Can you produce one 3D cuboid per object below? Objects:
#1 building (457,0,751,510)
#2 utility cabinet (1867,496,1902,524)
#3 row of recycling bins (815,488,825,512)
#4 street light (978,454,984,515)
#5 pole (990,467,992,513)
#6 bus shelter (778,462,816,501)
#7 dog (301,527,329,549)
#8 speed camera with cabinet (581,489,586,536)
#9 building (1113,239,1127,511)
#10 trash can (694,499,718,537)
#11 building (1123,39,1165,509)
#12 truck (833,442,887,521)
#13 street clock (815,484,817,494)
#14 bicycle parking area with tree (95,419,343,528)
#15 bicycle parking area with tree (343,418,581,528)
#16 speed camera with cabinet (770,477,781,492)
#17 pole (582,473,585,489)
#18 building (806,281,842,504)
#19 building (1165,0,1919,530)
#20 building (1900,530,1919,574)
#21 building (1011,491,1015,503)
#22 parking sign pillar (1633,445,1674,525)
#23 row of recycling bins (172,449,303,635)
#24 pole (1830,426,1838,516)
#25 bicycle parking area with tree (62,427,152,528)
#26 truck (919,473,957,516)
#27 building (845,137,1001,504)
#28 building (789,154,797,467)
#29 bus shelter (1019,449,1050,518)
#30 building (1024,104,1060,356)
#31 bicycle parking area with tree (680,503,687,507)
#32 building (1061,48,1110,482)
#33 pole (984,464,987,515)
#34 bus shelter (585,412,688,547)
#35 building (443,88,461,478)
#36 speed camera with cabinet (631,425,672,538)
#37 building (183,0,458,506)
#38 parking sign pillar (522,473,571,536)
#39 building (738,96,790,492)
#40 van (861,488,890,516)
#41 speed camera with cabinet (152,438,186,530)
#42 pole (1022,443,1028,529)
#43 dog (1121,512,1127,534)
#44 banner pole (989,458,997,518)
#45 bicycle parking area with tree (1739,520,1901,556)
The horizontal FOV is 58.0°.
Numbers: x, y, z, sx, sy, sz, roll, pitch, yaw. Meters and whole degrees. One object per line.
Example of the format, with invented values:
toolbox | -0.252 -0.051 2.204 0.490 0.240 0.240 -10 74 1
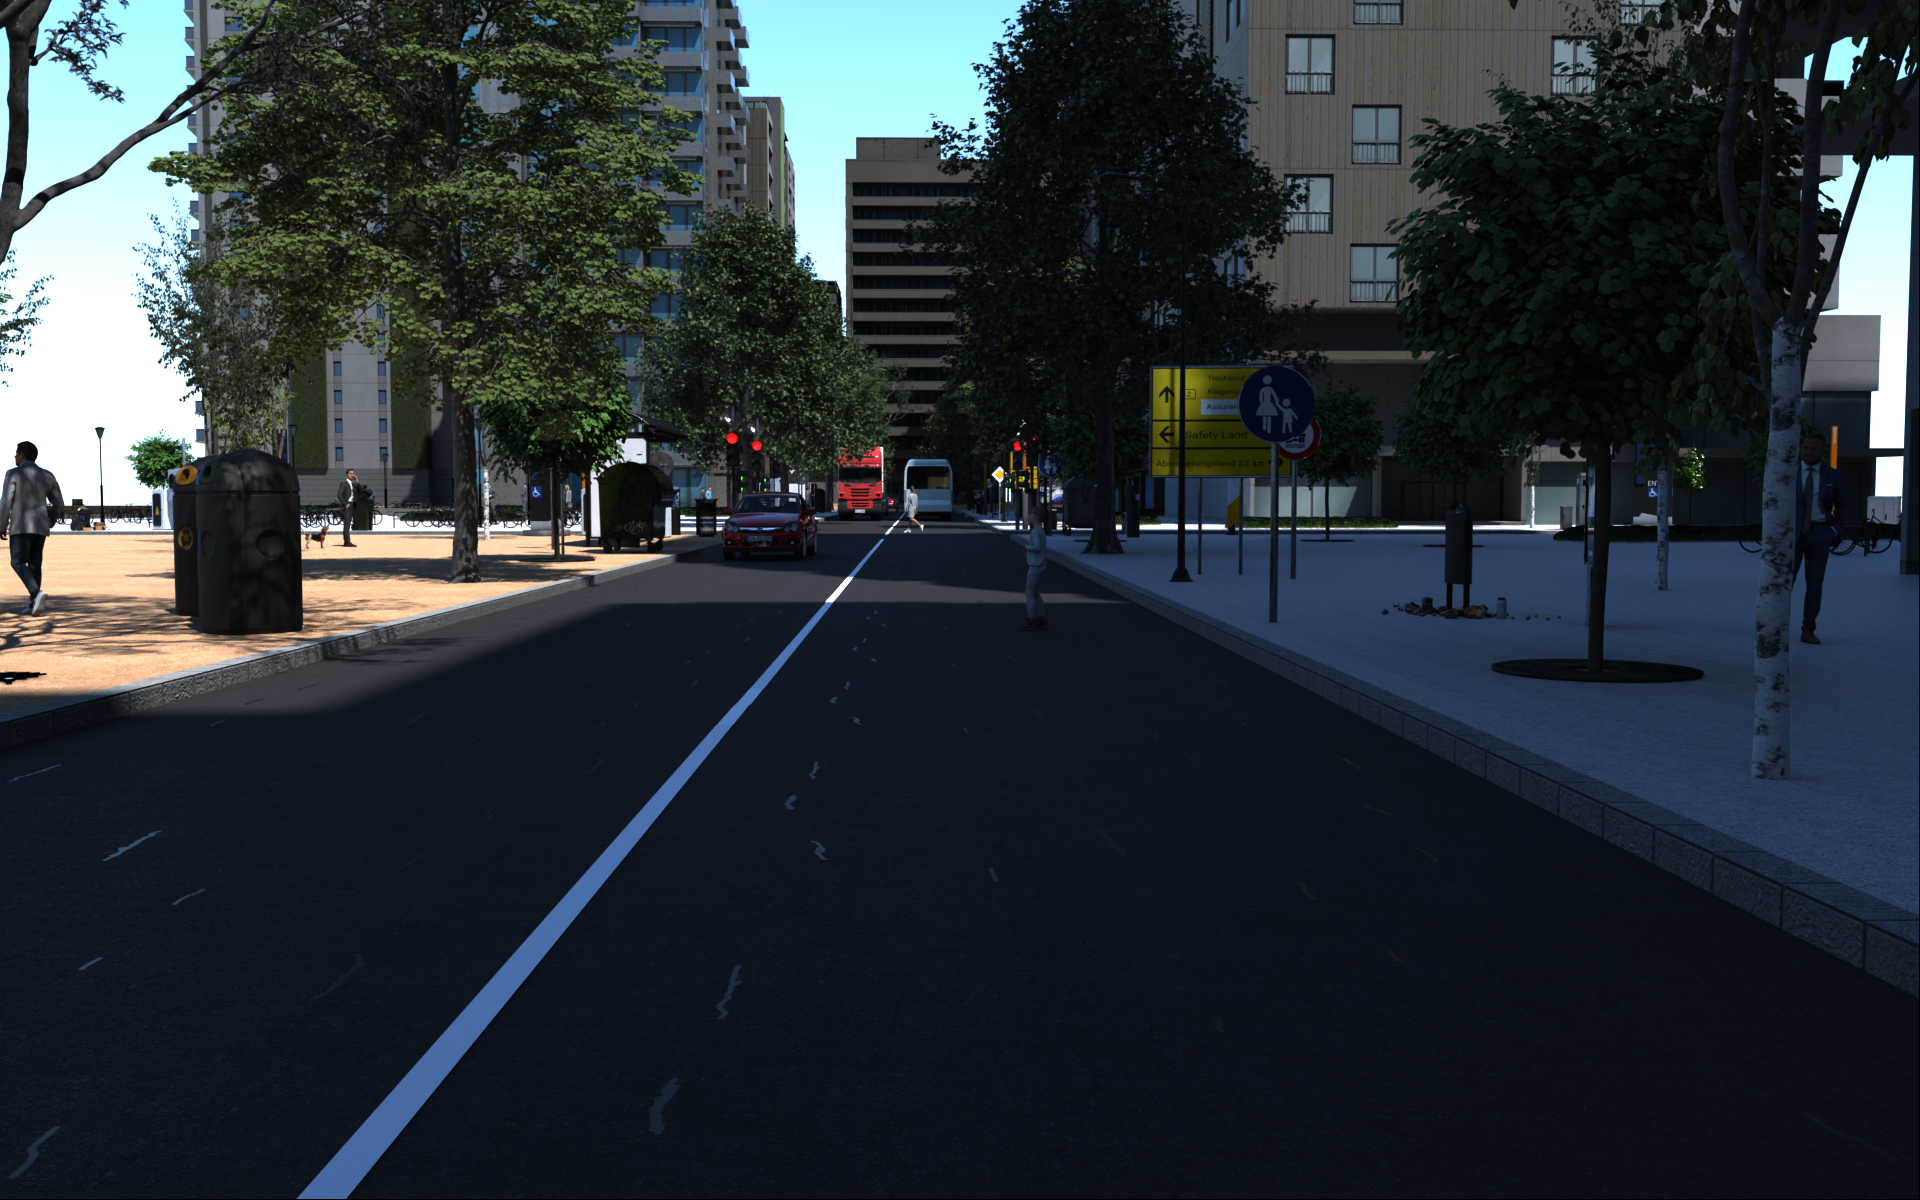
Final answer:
building | -30.091 -32.468 150.462 23.786 49.044 30.456 0 4 -1
utility cabinet | 29.172 -2.663 54.703 0.306 1.237 1.020 -1 4 -22
row of recycling bins | -10.461 -7.259 125.803 1.069 1.692 3.534 0 4 5
street light | 1.497 -6.554 79.694 1.470 5.913 1.316 0 4 -1
pole | 2.199 -7.676 119.344 0.158 3.312 0.155 0 3 0
bus shelter | -9.348 -6.394 98.458 2.014 3.302 5.546 0 4 -1
dog | -15.216 -1.470 40.861 0.406 0.507 0.540 1 4 21
speed camera with cabinet | -10.622 -3.577 52.818 2.038 3.252 0.660 2 4 30
building | 18.297 -27.276 129.555 14.154 41.232 14.086 0 4 -1
trash can | -7.601 -2.460 51.872 0.748 1.137 0.748 0 3 0
building | 17.808 -27.963 107.312 14.600 45.320 14.200 0 4 -1
truck | -5.463 -6.551 96.017 2.839 4.237 11.283 0 4 -2
street clock | -9.659 -6.695 114.026 0.471 2.002 0.358 -2 4 -30
bicycle parking area with tree | -27.574 -5.027 69.186 9.016 4.147 8.231 1 4 15
bicycle parking area with tree | -17.845 -4.980 68.431 9.016 4.147 8.231 1 4 20
speed camera with cabinet | -9.598 -5.977 92.062 0.660 3.252 2.038 -1 4 -19
pole | -13.374 -4.149 61.679 0.158 3.312 0.155 0 3 0
building | -23.123 -28.298 234.376 14.107 30.474 14.160 0 4 -1
building | 23.925 -30.074 80.951 27.495 52.752 28.713 0 4 -1
building | 26.428 -25.993 14.221 28.713 52.752 27.495 0 4 -1
building | 20.091 -39.906 241.694 27.495 52.752 28.713 0 4 -1
parking sign pillar | 25.170 -4.548 62.838 1.447 3.967 1.447 2 4 25
row of recycling bins | -7.218 -0.624 17.323 1.069 1.692 3.534 -2 4 -29
pole | 26.215 -3.558 52.016 0.158 3.312 0.155 0 3 0
bicycle parking area with tree | -39.433 -5.357 74.581 8.231 4.147 9.016 2 4 24
truck | -1.898 -7.319 115.581 3.469 3.379 9.791 0 4 0
building | -4.710 -37.592 238.335 21.600 48.544 21.300 0 4 -1
building | -25.898 -31.421 197.320 14.086 41.232 14.154 0 4 -1
bus shelter | 3.445 -5.784 85.859 1.731 3.624 6.357 0 4 -1
building | 17.653 -34.864 193.726 21.300 48.544 21.600 0 4 -1
bicycle parking area with tree | -24.972 -8.641 128.288 8.231 4.147 9.016 -2 4 -35
building | 20.252 -32.608 152.747 23.786 49.044 30.456 0 4 -1
pole | 1.560 -6.835 105.598 0.158 3.312 0.155 0 3 0
bus shelter | -8.296 -3.069 44.102 2.014 3.302 5.546 0 4 -1
building | -43.637 -34.777 192.298 21.600 48.544 21.300 0 4 -1
speed camera with cabinet | -9.084 -3.414 50.161 0.660 3.252 2.038 1 4 18
building | -68.540 -39.731 191.599 28.212 58.520 21.231 0 4 -1
parking sign pillar | -12.704 -3.954 53.119 1.447 3.967 1.447 1 4 14
building | -24.976 -29.936 173.051 14.154 41.232 14.086 0 4 -1
van | -5.564 -6.521 113.629 2.013 2.044 4.112 0 4 0
speed camera with cabinet | -28.038 -4.111 61.555 2.038 3.252 0.660 3 5 42
pole | 2.368 -4.214 62.742 0.158 3.312 0.155 0 3 0
dog | 5.560 -2.505 57.801 0.513 0.831 0.800 1 4 16
banner pole | 1.827 -6.307 93.141 0.401 3.779 0.863 -1 4 -18
bicycle parking area with tree | 21.361 -3.124 38.072 9.016 4.147 8.231 3 5 43
